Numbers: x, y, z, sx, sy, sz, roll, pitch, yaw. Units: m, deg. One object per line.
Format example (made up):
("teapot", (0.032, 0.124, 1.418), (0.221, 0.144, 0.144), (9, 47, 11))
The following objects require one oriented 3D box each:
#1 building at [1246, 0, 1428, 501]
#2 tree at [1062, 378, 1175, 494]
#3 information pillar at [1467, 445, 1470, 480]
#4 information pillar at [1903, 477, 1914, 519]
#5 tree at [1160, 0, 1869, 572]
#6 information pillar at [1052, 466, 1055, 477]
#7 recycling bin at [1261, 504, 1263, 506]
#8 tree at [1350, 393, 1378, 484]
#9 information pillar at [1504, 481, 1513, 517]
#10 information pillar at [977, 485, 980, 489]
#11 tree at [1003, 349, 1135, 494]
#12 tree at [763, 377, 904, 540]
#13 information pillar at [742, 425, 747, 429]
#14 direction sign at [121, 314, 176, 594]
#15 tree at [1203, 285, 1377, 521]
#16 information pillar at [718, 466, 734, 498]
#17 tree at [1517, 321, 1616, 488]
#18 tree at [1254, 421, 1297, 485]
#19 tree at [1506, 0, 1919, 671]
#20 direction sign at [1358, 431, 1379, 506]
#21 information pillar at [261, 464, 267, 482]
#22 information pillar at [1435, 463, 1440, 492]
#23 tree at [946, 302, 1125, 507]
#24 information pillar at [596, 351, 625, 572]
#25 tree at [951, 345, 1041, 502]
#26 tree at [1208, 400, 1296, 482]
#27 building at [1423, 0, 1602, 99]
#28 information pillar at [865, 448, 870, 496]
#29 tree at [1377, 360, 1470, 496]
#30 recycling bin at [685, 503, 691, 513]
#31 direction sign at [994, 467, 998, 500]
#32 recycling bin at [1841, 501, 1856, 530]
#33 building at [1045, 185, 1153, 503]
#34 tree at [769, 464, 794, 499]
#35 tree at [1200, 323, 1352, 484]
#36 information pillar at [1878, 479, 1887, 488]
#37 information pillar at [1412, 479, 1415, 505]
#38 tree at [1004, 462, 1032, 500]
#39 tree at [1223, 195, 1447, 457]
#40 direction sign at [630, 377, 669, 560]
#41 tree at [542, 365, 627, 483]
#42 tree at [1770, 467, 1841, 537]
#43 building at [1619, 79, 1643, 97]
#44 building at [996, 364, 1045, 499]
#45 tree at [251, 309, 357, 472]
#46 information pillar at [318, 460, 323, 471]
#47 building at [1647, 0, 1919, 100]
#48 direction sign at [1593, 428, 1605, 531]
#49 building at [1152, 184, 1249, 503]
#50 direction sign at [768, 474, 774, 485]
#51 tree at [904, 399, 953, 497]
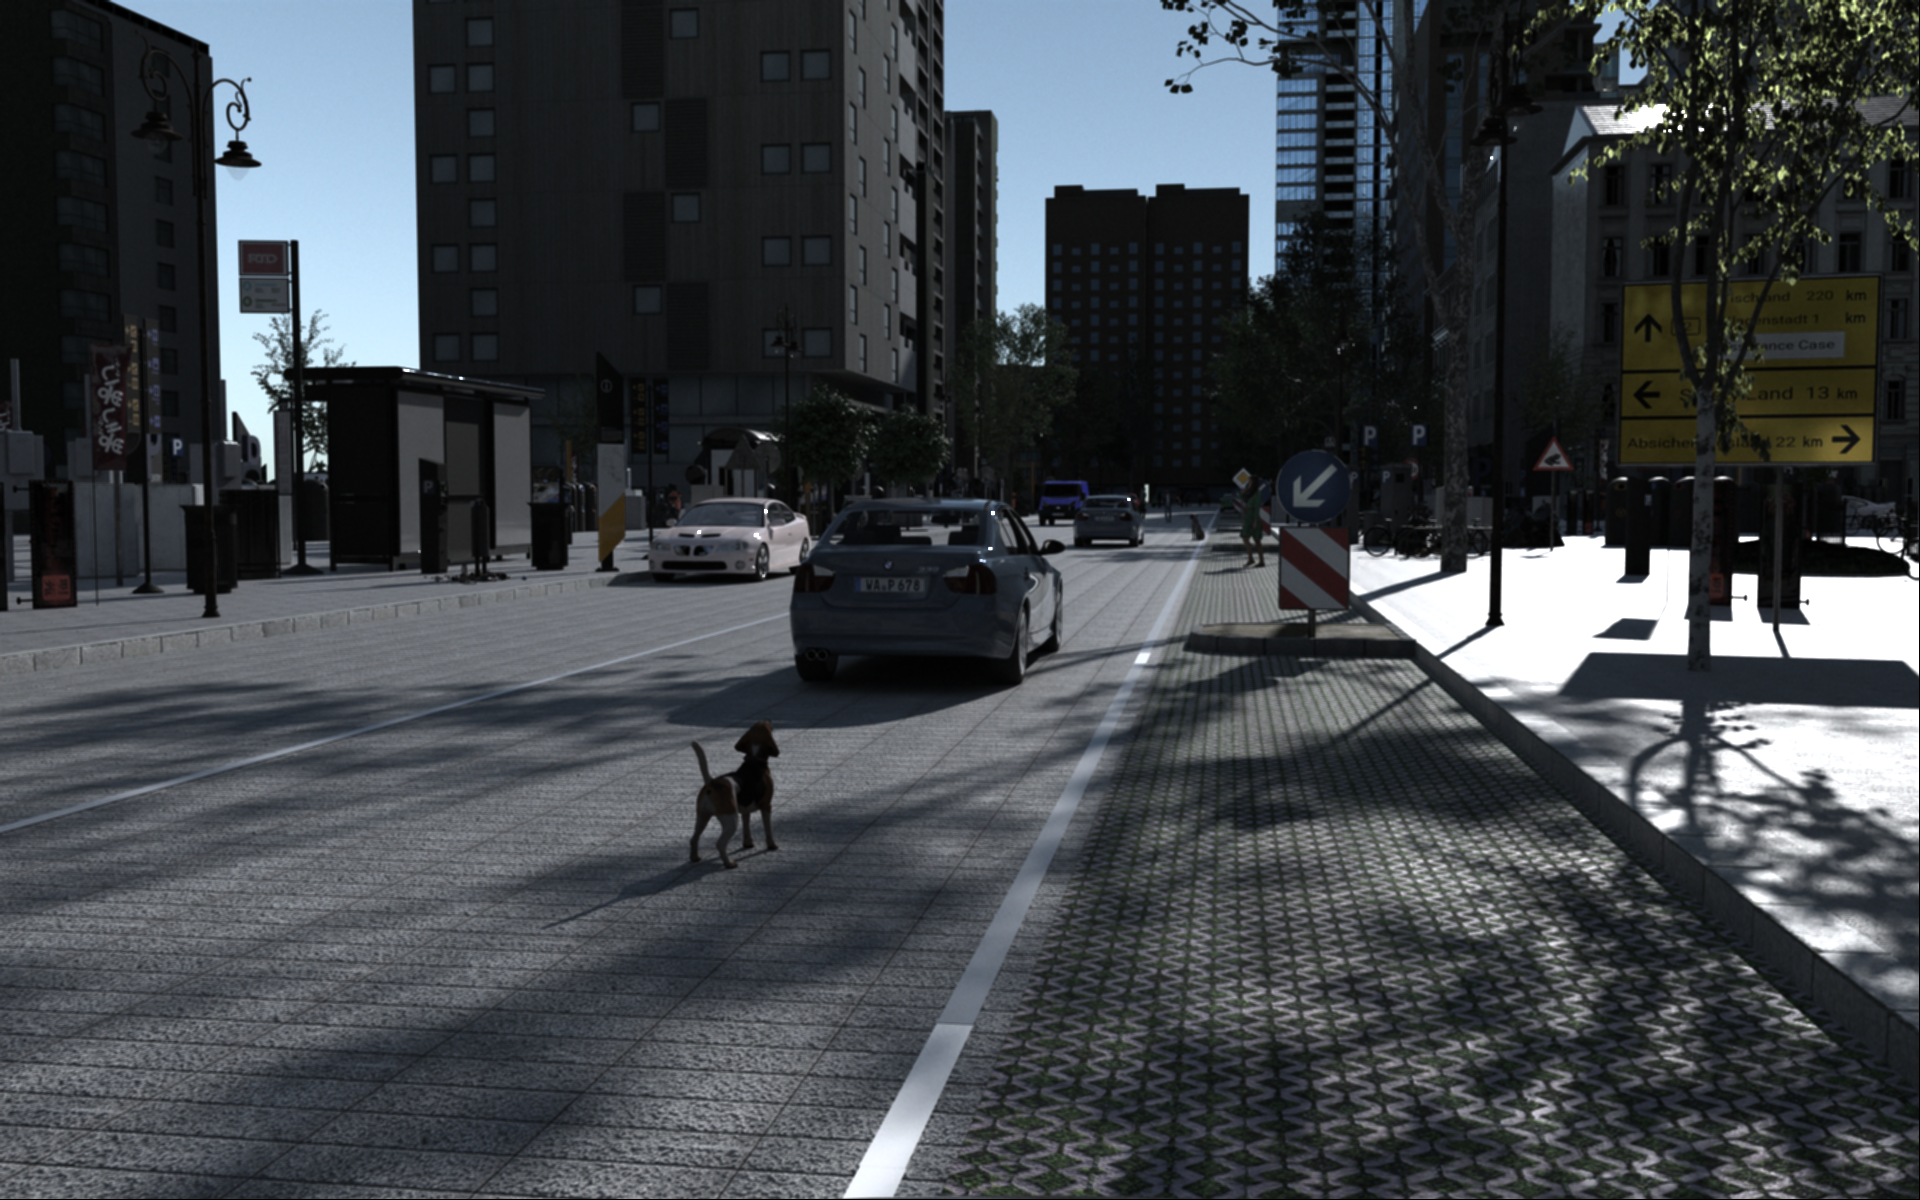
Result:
("building", (57.401, -57.349, 250.331), (31.000, 86.520, 22.319), (1, 4, 9))
("tree", (15.839, -16.495, 180.060), (12.009, 13.543, 11.850), (0, 3, 0))
("information pillar", (22.595, -5.257, 77.298), (0.183, 3.616, 0.504), (3, 4, 36))
("information pillar", (41.735, -4.388, 76.233), (0.304, 2.012, 0.304), (1, 4, 10))
("tree", (8.332, -10.621, 29.535), (12.611, 20.169, 13.585), (0, 3, 0))
("information pillar", (7.848, -9.439, 145.678), (0.183, 3.616, 0.504), (1, 4, 18))
("recycling bin", (22.023, -6.959, 126.336), (0.722, 1.027, 0.722), (2, 4, 32))
("tree", (29.748, -10.440, 121.052), (4.737, 8.622, 4.395), (0, 3, 0))
("information pillar", (30.910, -5.696, 97.622), (0.304, 2.012, 0.304), (-3, 4, -36))
("information pillar", (1.579, -8.270, 139.702), (0.304, 2.012, 0.304), (-3, 5, -43))
("tree", (6.434, -10.898, 112.596), (8.767, 10.594, 7.601), (2, 4, 24))
("tree", (-3.841, -3.974, 48.689), (4.285, 4.588, 4.351), (0, 3, 0))
("information pillar", (-7.098, -4.093, 58.278), (0.504, 3.616, 0.183), (0, 4, 0))
("direction sign", (-10.517, -1.855, 22.333), (0.379, 3.537, 0.876), (0, 4, 2))
("tree", (17.889, -10.140, 91.547), (9.928, 11.665, 9.643), (0, 3, 0))
("information pillar", (-6.162, -2.521, 45.711), (0.304, 2.012, 0.304), (3, 4, 39))
("tree", (25.221, -7.493, 72.865), (4.737, 8.622, 4.395), (0, 3, 0))
("tree", (23.274, -10.940, 129.230), (4.737, 8.622, 4.395), (0, 3, 0))
("tree", (5.619, -3.790, 12.326), (4.360, 8.622, 3.978), (0, 3, 0))
("direction sign", (14.638, -4.291, 62.163), (0.876, 3.537, 0.379), (-2, 4, -23))
("information pillar", (-52.756, -8.556, 131.249), (0.504, 3.616, 0.183), (-2, 4, -31))
("information pillar", (36.217, -8.557, 131.265), (0.183, 3.616, 0.504), (-1, 4, -19))
("tree", (2.822, -10.229, 93.006), (9.928, 11.665, 9.643), (0, 3, 0))
("information pillar", (-5.785, -2.281, 28.646), (0.183, 3.616, 0.504), (3, 5, 45))
("tree", (1.810, -8.219, 84.735), (4.737, 8.622, 4.395), (0, 3, 0))
("tree", (29.188, -15.315, 167.412), (9.611, 12.733, 9.660), (0, 3, 0))
("building", (47.645, -30.801, 153.711), (14.600, 45.320, 14.200), (1, 4, 9))
("information pillar", (-3.591, -4.620, 66.886), (0.183, 3.616, 0.504), (-1, 4, -16))
("tree", (24.923, -8.733, 93.150), (4.737, 8.622, 4.395), (0, 3, 0))
("recycling bin", (-7.496, -2.298, 50.133), (0.722, 1.027, 0.722), (-3, 4, -36))
("direction sign", (2.970, -9.261, 143.411), (0.379, 3.537, 0.876), (-1, 4, -15))
("recycling bin", (31.592, -3.031, 62.112), (0.722, 1.027, 0.722), (-2, 4, -26))
("building", (20.219, -36.891, 253.281), (14.200, 45.320, 14.600), (1, 4, 9))
("tree", (-9.794, -6.515, 101.128), (1.663, 3.219, 1.824), (0, 3, 0))
("tree", (20.931, -12.656, 113.573), (9.857, 13.997, 8.962), (0, 3, 0))
("information pillar", (43.690, -4.745, 82.073), (0.304, 2.012, 0.304), (-2, 4, -29))
("information pillar", (33.026, -8.273, 126.618), (0.504, 3.616, 0.183), (3, 4, 36))
("tree", (3.435, -6.547, 101.637), (1.663, 3.219, 1.824), (0, 3, 0))
("tree", (11.749, -7.343, 54.473), (7.601, 10.594, 8.767), (1, 4, 19))
("direction sign", (-6.060, -2.563, 33.902), (0.379, 3.537, 0.876), (3, 5, 45))
("tree", (-20.723, -8.915, 96.126), (4.737, 8.622, 4.395), (0, 3, 0))
("tree", (22.189, -3.124, 45.677), (1.663, 3.219, 1.824), (0, 3, 0))
("building", (87.930, -43.079, 246.338), (28.212, 58.520, 21.231), (1, 4, 9))
("building", (-0.224, -25.657, 264.537), (28.899, 21.520, 27.650), (1, 4, 9))
("tree", (-25.637, -7.203, 68.131), (4.737, 8.622, 4.395), (0, 3, 0))
("information pillar", (-44.461, -7.897, 120.467), (0.504, 3.616, 0.183), (2, 4, 32))
("building", (91.399, -39.525, 188.238), (28.212, 58.520, 21.231), (1, 4, 9))
("direction sign", (21.952, -4.128, 59.492), (0.379, 3.537, 0.876), (0, 4, 0))
("building", (34.642, -36.830, 252.274), (14.200, 45.320, 14.600), (1, 4, 9))
("direction sign", (-9.538, -5.859, 87.793), (0.876, 3.537, 0.379), (-2, 4, -29))
("tree", (-1.892, -4.670, 60.063), (4.285, 4.588, 4.351), (0, 3, 0))
